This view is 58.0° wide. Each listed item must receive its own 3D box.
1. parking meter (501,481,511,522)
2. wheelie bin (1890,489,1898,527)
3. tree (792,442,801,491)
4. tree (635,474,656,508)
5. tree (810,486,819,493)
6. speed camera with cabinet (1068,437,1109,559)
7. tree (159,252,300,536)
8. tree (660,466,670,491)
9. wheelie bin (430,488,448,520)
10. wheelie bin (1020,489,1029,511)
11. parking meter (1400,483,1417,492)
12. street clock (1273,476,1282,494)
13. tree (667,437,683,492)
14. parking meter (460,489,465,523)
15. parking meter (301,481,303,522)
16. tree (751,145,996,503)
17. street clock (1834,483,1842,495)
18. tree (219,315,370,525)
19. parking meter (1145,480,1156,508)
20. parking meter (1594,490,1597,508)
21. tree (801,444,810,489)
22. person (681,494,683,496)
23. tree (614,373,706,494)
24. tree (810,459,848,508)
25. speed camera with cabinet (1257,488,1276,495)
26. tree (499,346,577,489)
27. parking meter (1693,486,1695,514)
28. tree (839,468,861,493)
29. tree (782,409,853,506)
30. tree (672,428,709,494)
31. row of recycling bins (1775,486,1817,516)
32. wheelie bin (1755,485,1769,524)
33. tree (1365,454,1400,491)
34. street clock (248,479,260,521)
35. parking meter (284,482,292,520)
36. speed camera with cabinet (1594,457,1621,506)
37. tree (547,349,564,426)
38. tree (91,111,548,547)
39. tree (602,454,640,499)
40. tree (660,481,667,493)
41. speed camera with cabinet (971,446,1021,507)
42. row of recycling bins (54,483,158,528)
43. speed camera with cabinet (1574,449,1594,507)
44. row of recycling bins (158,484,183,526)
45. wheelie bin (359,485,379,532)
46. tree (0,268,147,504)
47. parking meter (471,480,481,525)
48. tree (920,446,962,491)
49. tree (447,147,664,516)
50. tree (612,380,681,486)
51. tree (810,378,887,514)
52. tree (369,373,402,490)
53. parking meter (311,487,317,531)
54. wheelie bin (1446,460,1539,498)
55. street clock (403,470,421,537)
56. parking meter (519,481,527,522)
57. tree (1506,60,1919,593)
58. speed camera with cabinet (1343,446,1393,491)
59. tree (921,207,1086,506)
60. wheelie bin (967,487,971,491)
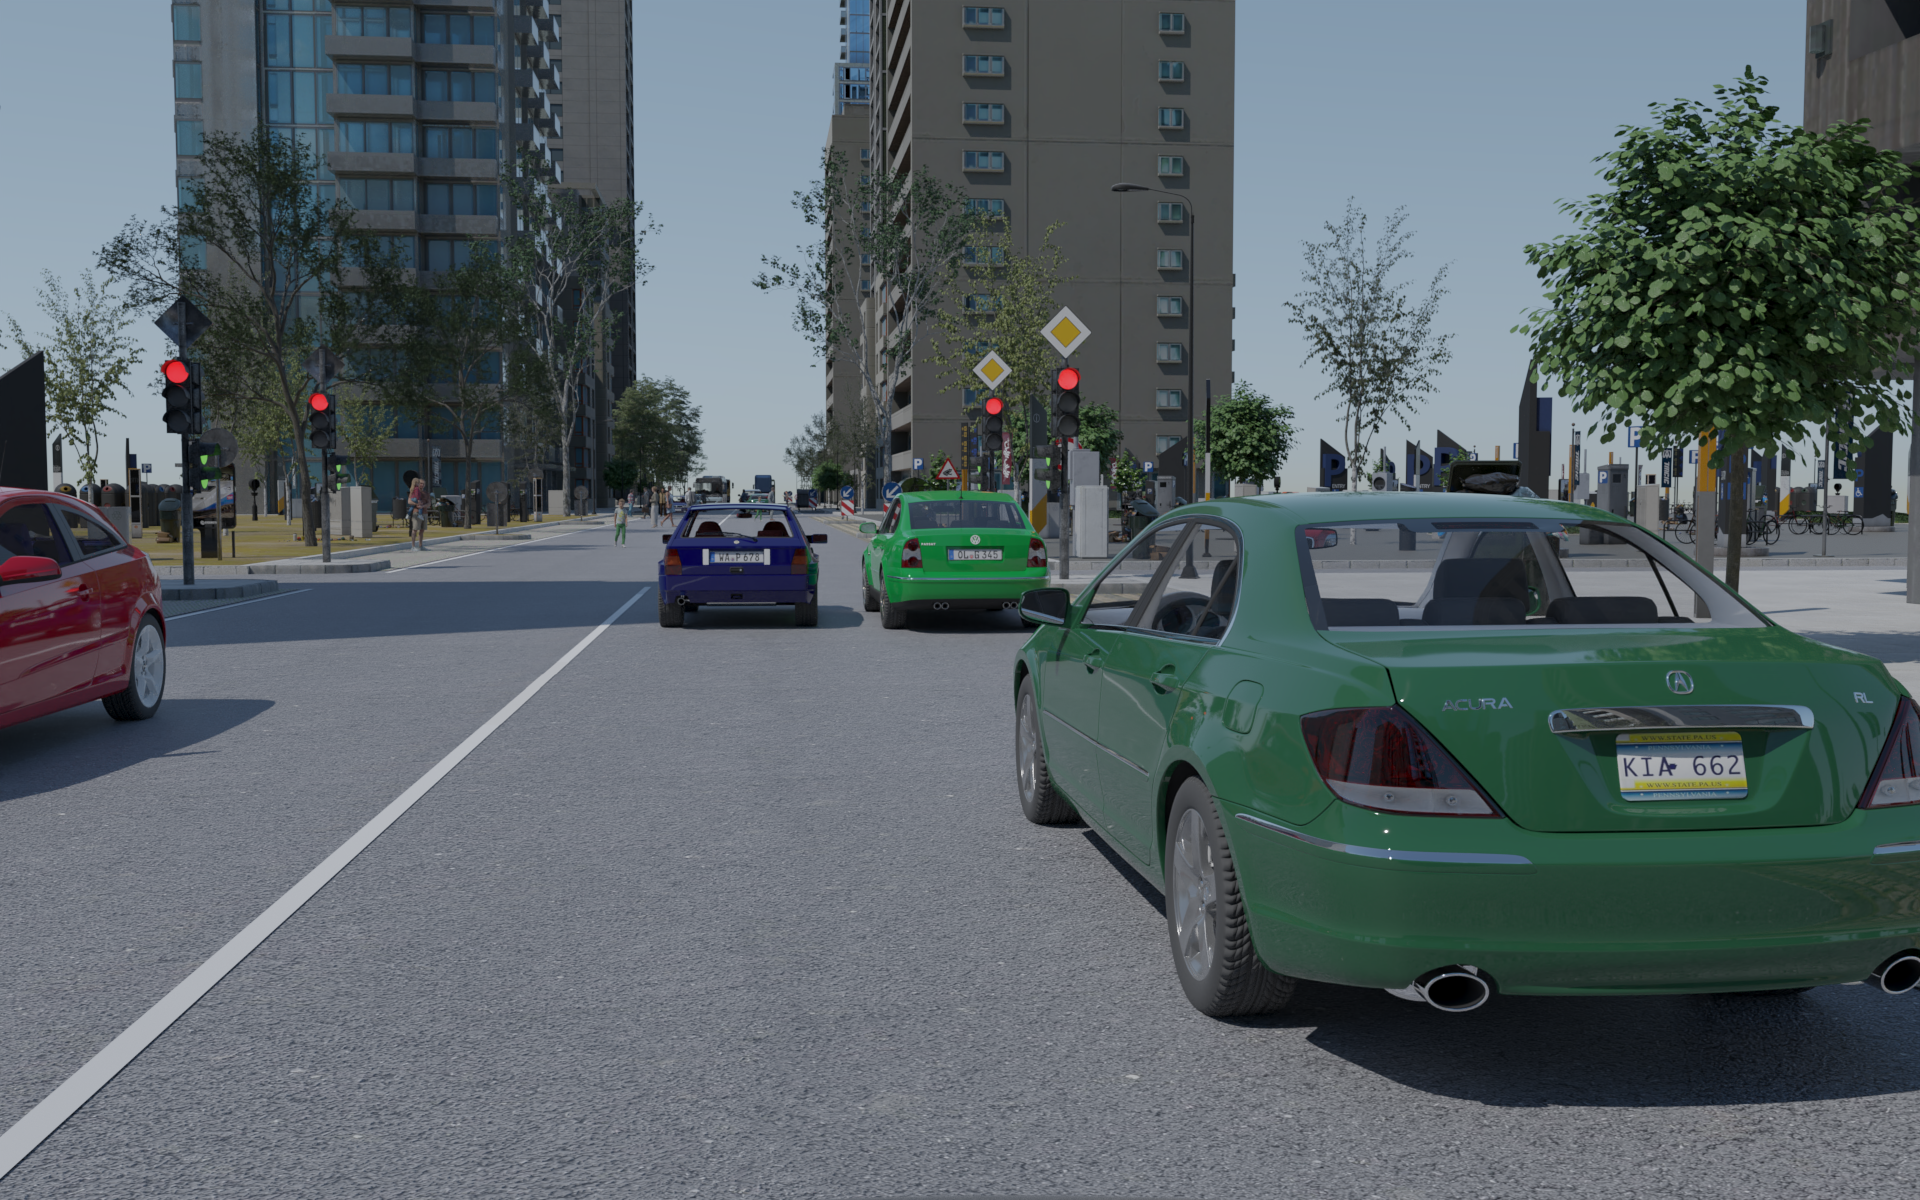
[{"bbox_3d":[-20.541,-4.442,78.331,0.399,1.863,0.255,1,4,13],"label":"parking meter"},{"bbox_3d":[34.012,-3.410,63.668,0.980,1.594,0.693,-1,4,-19],"label":"wheelie bin"},{"bbox_3d":[-20.103,-17.077,229.565,4.360,8.622,3.978,0,3,0],"label":"tree"},{"bbox_3d":[-29.562,-10.248,162.157,1.663,3.219,1.824,0,3,0],"label":"tree"},{"bbox_3d":[-18.556,-13.982,223.205,1.663,3.219,1.824,0,3,0],"label":"tree"},{"bbox_3d":[2.614,-2.495,35.130,0.660,3.252,2.038,0,4,-3],"label":"speed camera with cabinet"},{"bbox_3d":[-22.660,-6.304,53.428,4.360,8.622,3.978,0,3,0],"label":"tree"},{"bbox_3d":[-34.007,-15.050,196.423,4.360,8.622,3.978,0,3,0],"label":"tree"},{"bbox_3d":[-25.378,-4.676,84.369,0.980,1.594,0.693,-3,4,-36],"label":"wheelie bin"},{"bbox_3d":[3.621,-5.616,99.737,0.693,1.594,0.980,-1,4,-17],"label":"wheelie bin"},{"bbox_3d":[10.172,-1.891,39.331,0.372,1.533,0.369,0,3,0],"label":"parking meter"},{"bbox_3d":[12.973,-4.054,70.852,0.358,2.002,0.471,1,4,19],"label":"street clock"},{"bbox_3d":[-34.839,-15.732,207.576,4.737,8.622,4.395,0,3,0],"label":"tree"},{"bbox_3d":[-21.616,-4.110,75.609,0.372,1.533,0.369,0,3,0],"label":"parking meter"},{"bbox_3d":[-29.647,-4.459,78.613,0.255,1.863,0.399,2,4,24],"label":"parking meter"},{"bbox_3d":[-4.769,-14.605,94.684,12.611,20.169,13.585,0,3,0],"label":"tree"},{"bbox_3d":[58.211,-6.747,114.887,0.358,2.002,0.471,-1,4,-21],"label":"street clock"},{"bbox_3d":[-27.521,-7.346,70.476,4.737,8.622,4.395,0,3,0],"label":"tree"},{"bbox_3d":[7.927,-4.059,72.081,0.399,1.863,0.255,1,4,18],"label":"parking meter"},{"bbox_3d":[25.074,-3.640,67.918,0.372,1.533,0.369,0,3,0],"label":"parking meter"},{"bbox_3d":[-12.878,-13.407,169.567,4.360,8.622,3.978,0,3,0],"label":"tree"},{"bbox_3d":[-31.503,-11.301,196.499,0.991,1.433,0.599,1,4,11],"label":"person"},{"bbox_3d":[-31.892,-16.913,183.176,9.857,13.997,8.962,0,3,0],"label":"tree"},{"bbox_3d":[-13.907,-11.909,178.424,4.285,4.588,4.351,0,3,0],"label":"tree"},{"bbox_3d":[18.363,-6.764,104.933,0.660,3.252,2.038,-1,4,-23],"label":"speed camera with cabinet"},{"bbox_3d":[-21.069,-8.319,86.384,4.360,8.622,3.978,0,3,0],"label":"tree"},{"bbox_3d":[46.001,-6.268,108.191,0.399,1.863,0.255,0,4,3],"label":"parking meter"},{"bbox_3d":[-8.087,-8.151,127.865,1.663,3.219,1.824,0,3,0],"label":"tree"},{"bbox_3d":[-15.627,-15.720,191.432,8.767,10.594,7.601,0,4,3],"label":"tree"},{"bbox_3d":[-42.362,-20.767,265.290,9.928,11.665,9.643,0,3,0],"label":"tree"},{"bbox_3d":[45.931,-5.412,95.596,1.069,1.692,3.534,-1,4,-11],"label":"row of recycling bins"},{"bbox_3d":[28.695,-3.339,62.497,0.693,1.594,0.980,-3,5,-42],"label":"wheelie bin"},{"bbox_3d":[20.273,-5.410,83.059,1.663,3.219,1.824,0,3,0],"label":"tree"},{"bbox_3d":[-33.797,-4.796,82.981,0.358,2.002,0.471,2,4,33],"label":"street clock"},{"bbox_3d":[-32.972,-4.849,84.994,0.255,1.863,0.399,0,4,3],"label":"parking meter"},{"bbox_3d":[34.591,-6.023,92.809,2.038,3.252,0.660,3,5,42],"label":"speed camera with cabinet"},{"bbox_3d":[-17.931,-7.918,63.867,8.767,10.594,7.601,3,5,40],"label":"tree"},{"bbox_3d":[-16.153,-6.602,42.350,7.601,10.594,8.767,3,4,39],"label":"tree"},{"bbox_3d":[-27.375,-9.533,139.572,4.285,4.588,4.351,0,3,0],"label":"tree"},{"bbox_3d":[-35.025,-12.744,202.962,1.663,3.219,1.824,0,3,0],"label":"tree"},{"bbox_3d":[1.504,-4.759,72.150,2.038,3.252,0.660,-1,4,-14],"label":"speed camera with cabinet"},{"bbox_3d":[-32.307,-3.552,65.182,3.534,1.692,1.069,0,4,2],"label":"row of recycling bins"},{"bbox_3d":[27.331,-5.054,76.975,0.660,3.252,2.038,0,4,0],"label":"speed camera with cabinet"},{"bbox_3d":[-32.309,-3.840,69.902,1.069,1.692,3.534,0,4,1],"label":"row of recycling bins"},{"bbox_3d":[-20.044,-3.081,58.285,0.693,1.594,0.980,1,4,13],"label":"wheelie bin"},{"bbox_3d":[-28.245,-6.436,55.595,4.737,8.622,4.395,0,3,0],"label":"tree"},{"bbox_3d":[-20.375,-4.106,72.850,0.255,1.863,0.399,1,4,18],"label":"parking meter"},{"bbox_3d":[-0.871,-4.519,68.482,1.663,3.219,1.824,0,3,0],"label":"tree"},{"bbox_3d":[-23.683,-14.780,97.537,12.611,20.169,13.585,0,3,0],"label":"tree"},{"bbox_3d":[-31.729,-15.523,171.928,7.486,12.596,7.792,0,3,0],"label":"tree"},{"bbox_3d":[-6.289,-9.678,108.604,4.360,8.622,3.978,0,3,0],"label":"tree"},{"bbox_3d":[-35.824,-9.367,103.505,4.737,8.622,4.395,0,3,0],"label":"tree"},{"bbox_3d":[-22.458,-3.147,59.870,0.372,1.533,0.369,0,3,0],"label":"parking meter"},{"bbox_3d":[4.944,-0.508,16.221,0.980,1.594,0.693,0,4,5],"label":"wheelie bin"},{"bbox_3d":[-16.466,-2.905,52.059,0.471,2.002,0.358,0,4,-4],"label":"street clock"},{"bbox_3d":[-19.853,-4.466,78.730,0.255,1.863,0.399,0,4,0],"label":"parking meter"},{"bbox_3d":[5.958,-1.801,13.167,4.285,4.588,4.351,0,3,0],"label":"tree"},{"bbox_3d":[16.984,-4.765,72.247,2.038,3.252,0.660,3,5,41],"label":"speed camera with cabinet"},{"bbox_3d":[1.337,-5.731,44.069,4.737,8.622,4.395,0,3,0],"label":"tree"},{"bbox_3d":[0.568,-4.408,79.979,0.693,1.594,0.980,-1,4,-18],"label":"wheelie bin"}]
